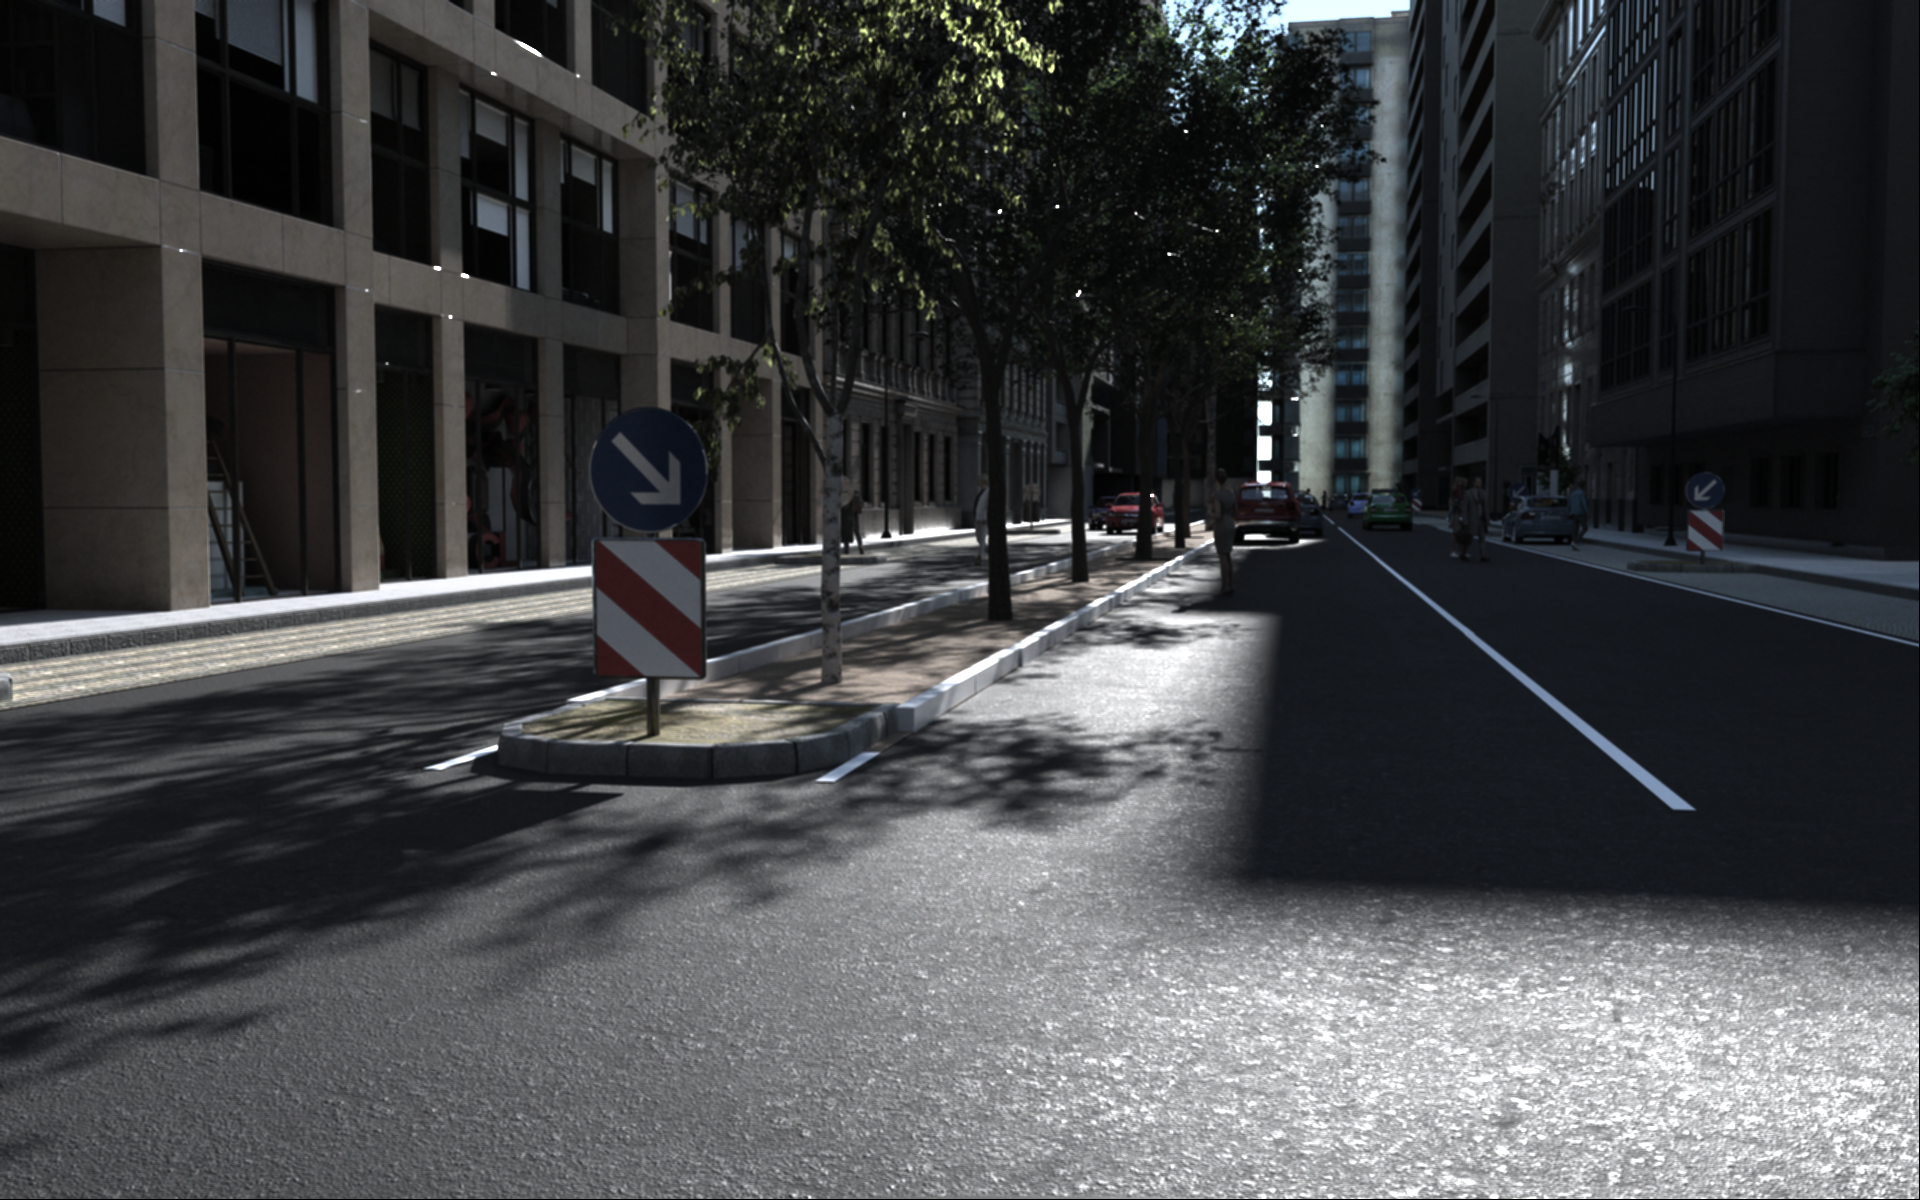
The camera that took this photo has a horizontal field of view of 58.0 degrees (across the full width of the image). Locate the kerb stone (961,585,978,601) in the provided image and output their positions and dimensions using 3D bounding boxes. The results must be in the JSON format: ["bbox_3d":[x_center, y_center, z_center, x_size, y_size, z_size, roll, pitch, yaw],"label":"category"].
[{"bbox_3d":[0.054,-0.071,23.361,0.120,0.150,1.000,1,4,11],"label":"kerb stone"}]

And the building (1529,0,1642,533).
[{"bbox_3d":[30.044,-16.508,67.175,12.463,27.353,25.104,1,4,11],"label":"building"}]

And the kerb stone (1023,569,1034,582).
[{"bbox_3d":[1.031,-0.375,28.388,0.120,0.150,1.000,1,4,11],"label":"kerb stone"}]

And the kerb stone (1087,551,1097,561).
[{"bbox_3d":[2.801,-0.933,37.453,0.120,0.150,1.000,1,4,11],"label":"kerb stone"}]

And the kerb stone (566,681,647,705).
[{"bbox_3d":[-2.301,0.671,11.283,0.120,0.150,1.000,1,4,11],"label":"kerb stone"}]

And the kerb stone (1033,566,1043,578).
[{"bbox_3d":[1.226,-0.437,29.401,0.120,0.150,1.000,1,4,11],"label":"kerb stone"}]

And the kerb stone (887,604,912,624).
[{"bbox_3d":[-0.735,0.177,19.338,0.120,0.150,1.000,1,4,11],"label":"kerb stone"}]

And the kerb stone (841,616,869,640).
[{"bbox_3d":[-1.120,0.298,17.320,0.120,0.150,1.000,1,4,11],"label":"kerb stone"}]

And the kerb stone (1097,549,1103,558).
[{"bbox_3d":[2.997,-0.995,38.458,0.120,0.150,1.000,1,4,11],"label":"kerb stone"}]

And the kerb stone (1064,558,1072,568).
[{"bbox_3d":[2.007,-0.687,33.420,0.120,0.150,1.000,1,4,11],"label":"kerb stone"}]

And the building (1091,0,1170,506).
[{"bbox_3d":[10.885,-30.814,153.912,14.200,45.320,14.600,1,4,11],"label":"building"}]

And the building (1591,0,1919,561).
[{"bbox_3d":[25.199,-15.258,42.974,14.314,27.812,24.014,1,4,11],"label":"building"}]

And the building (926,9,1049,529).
[{"bbox_3d":[-2.195,-13.695,73.069,9.793,20.994,18.267,1,4,11],"label":"building"}]

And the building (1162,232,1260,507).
[{"bbox_3d":[22.835,-24.590,173.743,14.107,30.474,14.160,1,4,11],"label":"building"}]

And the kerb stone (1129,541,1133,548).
[{"bbox_3d":[4.359,-1.425,45.493,0.120,0.150,1.000,1,4,11],"label":"kerb stone"}]

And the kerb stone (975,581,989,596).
[{"bbox_3d":[0.240,-0.133,24.370,0.120,0.150,1.000,1,4,11],"label":"kerb stone"}]

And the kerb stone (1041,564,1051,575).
[{"bbox_3d":[1.424,-0.502,30.409,0.120,0.150,1.000,1,4,11],"label":"kerb stone"}]

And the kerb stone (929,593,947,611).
[{"bbox_3d":[-0.344,0.054,21.346,0.120,0.150,1.000,1,4,11],"label":"kerb stone"}]

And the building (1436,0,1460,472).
[{"bbox_3d":[47.370,-32.291,117.201,28.713,52.752,27.495,1,4,11],"label":"building"}]

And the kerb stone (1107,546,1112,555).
[{"bbox_3d":[3.378,-1.118,40.467,0.120,0.150,1.000,1,4,11],"label":"kerb stone"}]

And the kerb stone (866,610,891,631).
[{"bbox_3d":[-0.927,0.236,18.330,0.120,0.150,1.000,1,4,11],"label":"kerb stone"}]

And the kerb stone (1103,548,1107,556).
[{"bbox_3d":[3.183,-1.053,39.464,0.120,0.150,1.000,1,4,11],"label":"kerb stone"}]

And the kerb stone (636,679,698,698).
[{"bbox_3d":[-2.108,0.610,12.294,0.120,0.150,1.000,1,4,11],"label":"kerb stone"}]

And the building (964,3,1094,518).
[{"bbox_3d":[-0.546,-25.044,93.060,14.154,41.232,14.086,1,4,11],"label":"building"}]

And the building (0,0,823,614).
[{"bbox_3d":[-16.218,-13.752,29.364,19.350,26.468,34.151,1,4,11],"label":"building"}]

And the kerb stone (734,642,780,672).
[{"bbox_3d":[-1.713,0.483,14.304,0.120,0.150,1.000,1,4,11],"label":"kerb stone"}]

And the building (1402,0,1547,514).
[{"bbox_3d":[48.250,-31.720,142.327,21.300,48.544,21.600,1,4,11],"label":"building"}]

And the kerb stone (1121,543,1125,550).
[{"bbox_3d":[3.967,-1.302,43.477,0.120,0.150,1.000,1,4,11],"label":"kerb stone"}]

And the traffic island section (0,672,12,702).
[{"bbox_3d":[-7.699,0.673,11.273,2.009,0.180,2.903,1,4,11],"label":"traffic island section"}]

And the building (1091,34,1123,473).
[{"bbox_3d":[-3.805,-32.125,114.481,28.713,52.752,27.495,1,4,11],"label":"building"}]

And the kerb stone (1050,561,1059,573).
[{"bbox_3d":[1.628,-0.564,31.410,0.120,0.150,1.000,1,4,11],"label":"kerb stone"}]

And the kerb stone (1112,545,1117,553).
[{"bbox_3d":[3.581,-1.179,41.469,0.120,0.150,1.000,1,4,11],"label":"kerb stone"}]

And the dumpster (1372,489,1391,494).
[{"bbox_3d":[35.393,-8.370,145.064,1.865,1.857,1.264,1,4,10],"label":"dumpster"}]

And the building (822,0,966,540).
[{"bbox_3d":[-6.299,-11.633,54.831,10.561,19.102,19.286,1,4,11],"label":"building"}]

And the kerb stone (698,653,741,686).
[{"bbox_3d":[-1.915,0.544,13.297,0.120,0.150,1.000,1,4,11],"label":"kerb stone"}]

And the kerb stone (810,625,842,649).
[{"bbox_3d":[-1.322,0.364,16.311,0.120,0.150,1.000,1,4,11],"label":"kerb stone"}]

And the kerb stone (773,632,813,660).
[{"bbox_3d":[-1.518,0.421,15.308,0.120,0.150,1.000,1,4,11],"label":"kerb stone"}]

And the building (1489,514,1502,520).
[{"bbox_3d":[38.849,-28.731,93.446,21.300,48.544,21.600,1,4,11],"label":"building"}]

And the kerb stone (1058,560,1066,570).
[{"bbox_3d":[1.810,-0.625,32.417,0.120,0.150,1.000,1,4,11],"label":"kerb stone"}]

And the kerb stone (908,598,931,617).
[{"bbox_3d":[-0.539,0.113,20.342,0.120,0.150,1.000,1,4,11],"label":"kerb stone"}]

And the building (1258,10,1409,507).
[{"bbox_3d":[45.710,-33.913,174.082,30.456,49.044,23.786,1,4,11],"label":"building"}]

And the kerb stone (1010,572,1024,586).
[{"bbox_3d":[0.834,-0.312,27.385,0.120,0.150,1.000,1,4,11],"label":"kerb stone"}]

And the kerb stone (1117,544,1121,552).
[{"bbox_3d":[3.774,-1.240,42.473,0.120,0.150,1.000,1,4,11],"label":"kerb stone"}]

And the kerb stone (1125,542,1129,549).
[{"bbox_3d":[4.165,-1.361,44.488,0.120,0.150,1.000,1,4,11],"label":"kerb stone"}]

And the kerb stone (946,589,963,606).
[{"bbox_3d":[-0.153,-0.007,22.350,0.120,0.150,1.000,1,4,11],"label":"kerb stone"}]
